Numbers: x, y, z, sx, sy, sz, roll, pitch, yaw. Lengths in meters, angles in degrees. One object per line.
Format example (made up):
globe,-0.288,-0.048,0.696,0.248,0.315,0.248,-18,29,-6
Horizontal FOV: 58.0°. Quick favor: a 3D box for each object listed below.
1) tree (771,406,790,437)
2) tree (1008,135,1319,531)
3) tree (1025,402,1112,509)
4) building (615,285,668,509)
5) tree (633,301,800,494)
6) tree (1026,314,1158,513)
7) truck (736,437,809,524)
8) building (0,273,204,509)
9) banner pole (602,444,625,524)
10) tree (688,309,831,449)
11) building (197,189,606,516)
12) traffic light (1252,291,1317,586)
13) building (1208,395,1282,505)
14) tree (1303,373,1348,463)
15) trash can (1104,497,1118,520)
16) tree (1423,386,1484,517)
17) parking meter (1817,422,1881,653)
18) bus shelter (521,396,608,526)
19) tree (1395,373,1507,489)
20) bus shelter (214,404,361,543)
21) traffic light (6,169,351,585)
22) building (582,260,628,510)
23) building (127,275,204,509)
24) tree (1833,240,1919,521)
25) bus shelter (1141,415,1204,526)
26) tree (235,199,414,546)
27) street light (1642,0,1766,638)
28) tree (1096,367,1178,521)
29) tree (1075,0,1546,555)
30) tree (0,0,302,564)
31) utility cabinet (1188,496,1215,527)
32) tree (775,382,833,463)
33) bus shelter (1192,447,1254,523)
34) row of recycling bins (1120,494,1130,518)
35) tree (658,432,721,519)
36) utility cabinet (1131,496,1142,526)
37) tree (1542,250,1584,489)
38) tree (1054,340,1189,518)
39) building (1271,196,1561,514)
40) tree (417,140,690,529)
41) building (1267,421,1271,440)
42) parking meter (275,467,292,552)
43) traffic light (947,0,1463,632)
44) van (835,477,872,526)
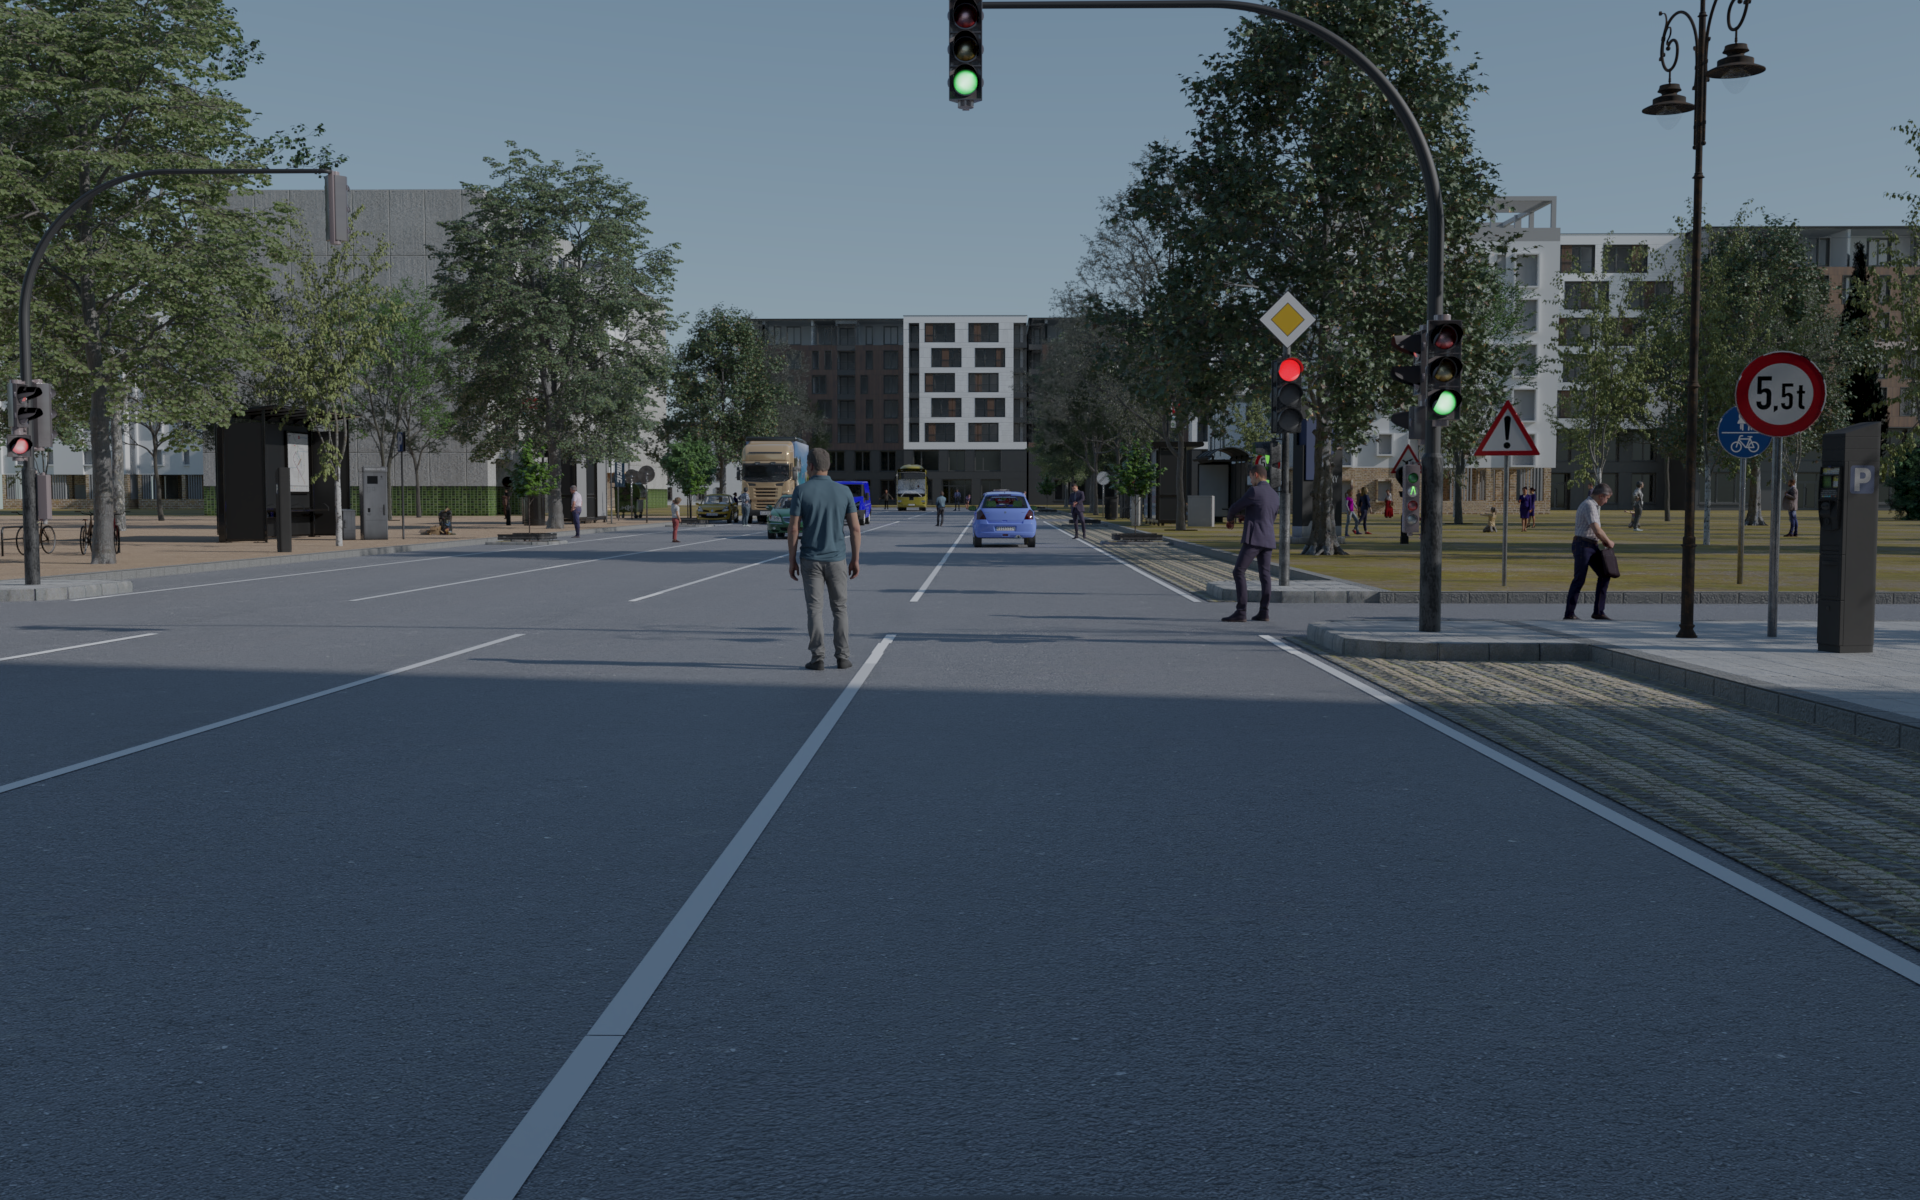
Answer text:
tree,-14.428,-11.018,130.511,4.360,8.622,3.978,0,3,0
tree,7.570,-9.163,60.180,12.009,13.543,11.850,0,3,0
tree,10.195,-15.360,169.261,7.486,12.596,7.792,0,3,0
building,-43.438,-17.617,154.499,31.486,18.905,16.747,0,4,1
tree,-14.176,-11.377,103.021,9.611,12.733,9.660,0,3,0
tree,9.169,-12.892,117.445,9.857,13.997,8.962,0,3,0
truck,-9.258,-5.999,87.001,2.839,4.237,11.283,0,4,0
building,-76.246,-18.263,155.022,11.380,20.091,16.016,0,4,1
banner pole,-14.750,-5.155,74.296,0.863,3.779,0.401,-2,4,-32
tree,-14.147,-12.586,116.152,12.009,13.543,11.850,0,3,0
building,-35.676,-15.299,116.604,16.747,18.905,31.486,0,4,1
traffic light,4.510,-2.151,24.090,0.839,4.253,0.868,0,4,1
building,27.115,-12.498,146.496,9.099,9.664,28.070,0,4,1
tree,18.113,-8.263,85.460,4.360,8.622,3.978,0,3,0
trash can,7.476,-4.539,85.861,0.748,1.137,0.748,0,3,0
tree,27.387,-8.926,96.296,4.737,8.622,4.395,0,3,0
parking meter,7.193,-0.509,14.039,0.399,1.863,0.255,-1,4,-13
bus shelter,-16.919,-5.892,73.963,2.179,5.291,8.768,0,4,1
tree,17.343,-6.955,64.071,4.360,8.622,3.978,0,3,0
bus shelter,-18.690,-3.499,48.499,1.731,3.624,6.357,0,4,1
traffic light,-11.016,-3.041,24.385,4.771,5.953,1.251,0,4,1
building,-34.980,-17.219,137.950,16.016,20.091,11.380,0,4,1
building,-64.856,-18.290,155.459,11.380,20.091,16.016,0,4,1
tree,52.840,-11.401,88.235,18.604,14.587,13.155,-2,4,-26
bus shelter,8.772,-5.845,73.195,2.179,5.291,8.768,0,4,1
tree,-15.524,-5.626,42.345,4.737,8.622,4.395,0,3,0
street light,6.500,-2.601,15.315,0.468,5.910,1.993,0,4,1
tree,8.380,-8.058,82.115,4.360,8.622,3.978,0,3,0
tree,7.605,-7.296,36.293,9.611,12.733,9.660,0,3,0
tree,-16.181,-6.945,31.681,7.486,12.596,7.792,0,3,0
utility cabinet,9.513,-3.498,68.362,1.020,1.237,0.306,2,4,28
tree,-13.674,-12.784,143.424,8.767,10.594,7.601,3,5,44
bus shelter,11.600,-5.064,76.714,2.014,3.302,5.546,0,4,1
row of recycling bins,9.083,-5.243,92.832,1.069,1.692,3.534,0,4,0
tree,-14.210,-6.567,91.088,4.285,4.588,4.351,0,3,0
utility cabinet,7.070,-3.712,69.368,0.318,1.500,1.173,1,4,12
tree,18.468,-6.059,49.427,4.737,8.622,4.395,0,3,0
tree,8.504,-9.565,90.803,7.601,10.594,8.767,0,4,-2
building,29.817,-15.804,114.811,16.016,20.091,11.380,0,4,1
tree,-14.903,-9.614,63.844,9.857,13.997,8.962,0,3,0
building,30.852,-16.514,126.418,16.016,20.091,11.380,0,4,1
parking meter,-14.935,-1.989,38.234,0.255,1.863,0.399,-2,4,-32
traffic light,2.275,-2.528,16.002,4.771,5.953,1.251,0,4,1
van,-5.241,-4.662,80.603,2.240,2.365,5.245,0,4,1
